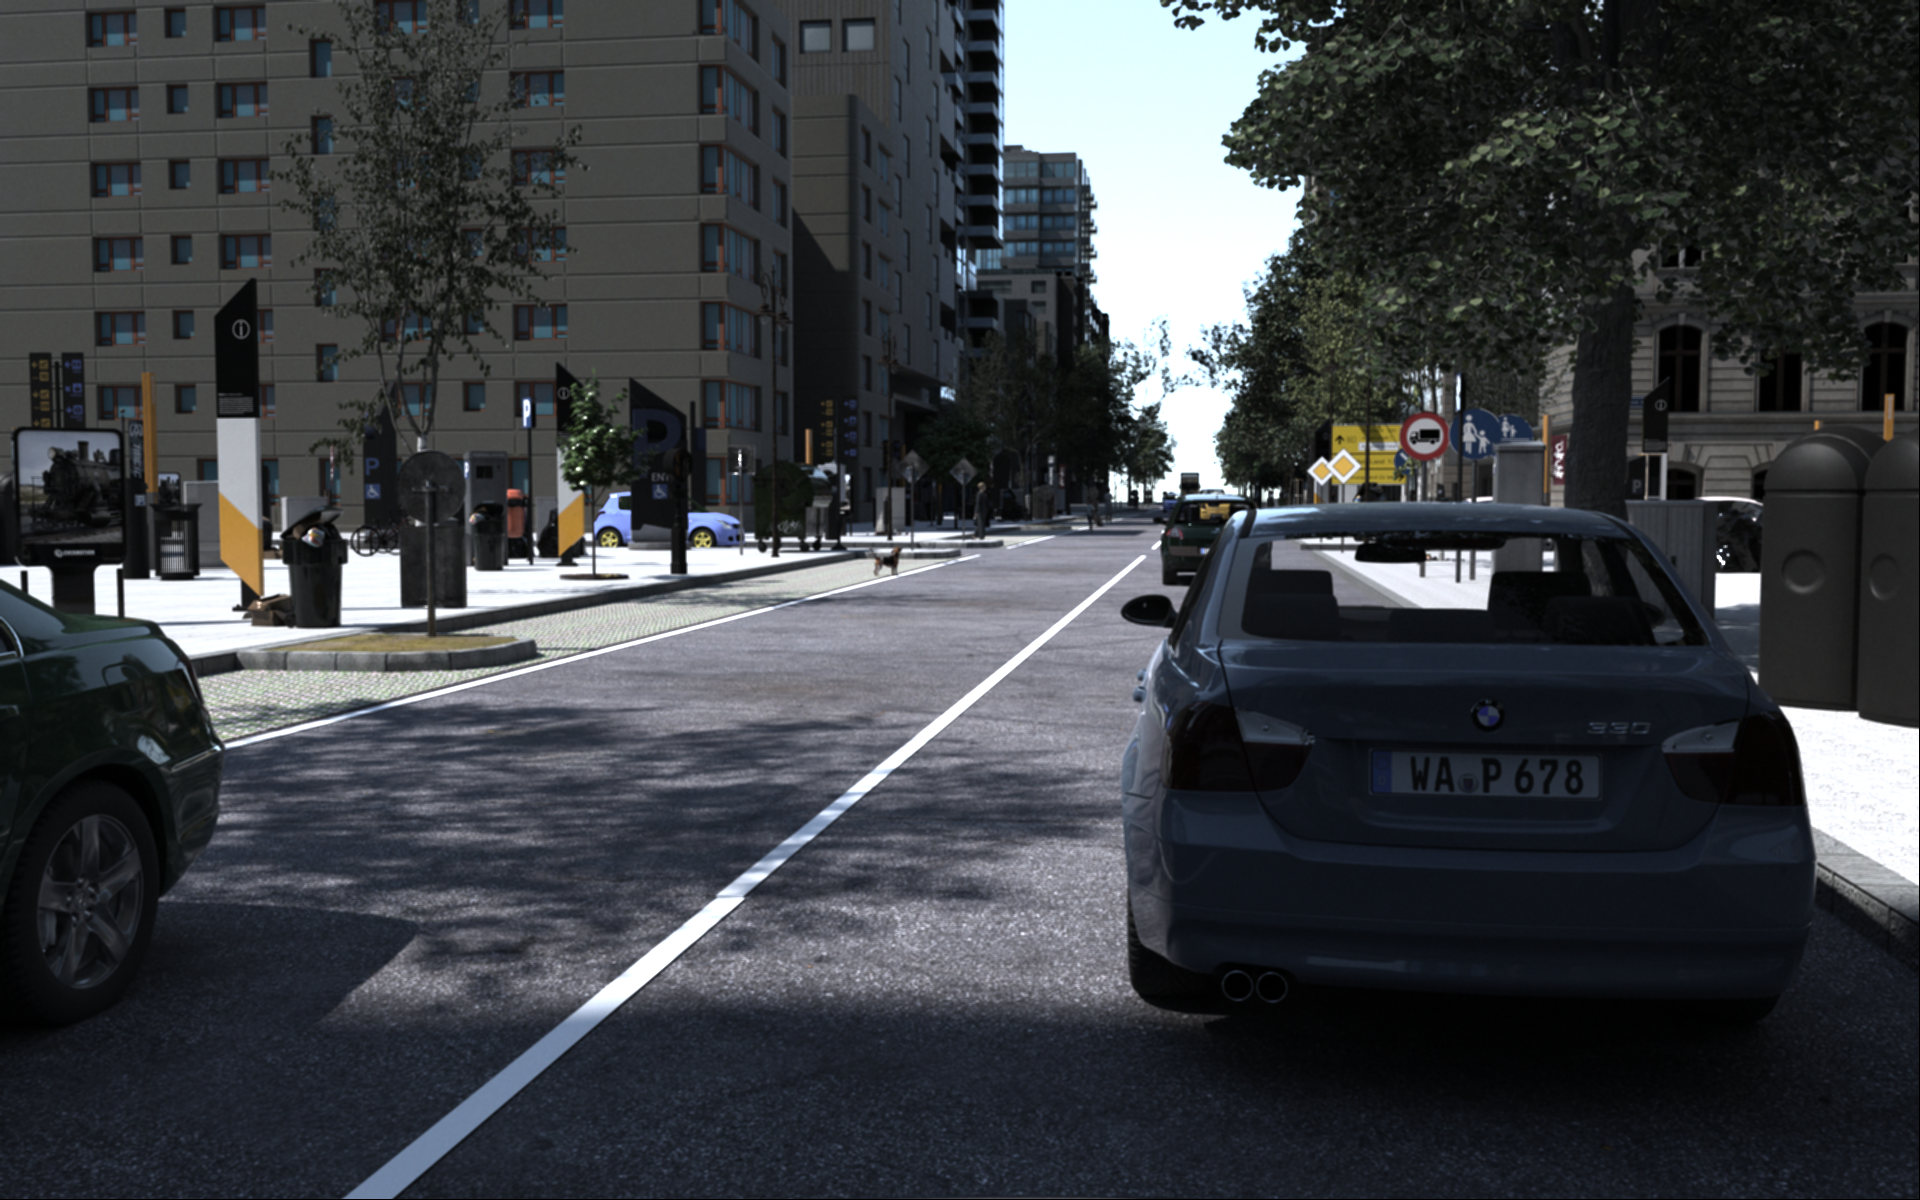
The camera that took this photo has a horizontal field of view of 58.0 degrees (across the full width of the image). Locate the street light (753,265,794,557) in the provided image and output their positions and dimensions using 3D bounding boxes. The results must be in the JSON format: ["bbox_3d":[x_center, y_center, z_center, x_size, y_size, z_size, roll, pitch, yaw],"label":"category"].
[{"bbox_3d":[-3.760,-3.810,35.079,0.468,5.910,1.993,1,4,8],"label":"street light"}]

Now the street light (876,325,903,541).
[{"bbox_3d":[-1.936,-4.580,47.669,0.468,5.910,1.993,1,4,8],"label":"street light"}]

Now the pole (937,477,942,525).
[{"bbox_3d":[-0.849,-4.725,71.091,0.158,3.312,0.155,0,3,0],"label":"pole"}]

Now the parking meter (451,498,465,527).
[{"bbox_3d":[-11.821,-1.986,40.878,0.372,1.533,0.369,0,3,0],"label":"parking meter"}]

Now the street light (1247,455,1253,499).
[{"bbox_3d":[27.078,-11.473,160.373,0.468,5.910,1.993,1,4,8],"label":"street light"}]

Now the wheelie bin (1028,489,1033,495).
[{"bbox_3d":[4.849,-6.471,113.708,0.980,1.594,0.693,-2,4,-24],"label":"wheelie bin"}]

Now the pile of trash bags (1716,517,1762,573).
[{"bbox_3d":[13.844,-1.149,28.544,3.447,1.369,1.912,1,4,15],"label":"pile of trash bags"}]

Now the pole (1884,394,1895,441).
[{"bbox_3d":[18.947,-2.541,35.394,0.158,3.312,0.155,0,3,0],"label":"pole"}]

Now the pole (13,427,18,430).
[{"bbox_3d":[-28.684,-3.601,52.720,0.158,3.312,0.155,0,3,0],"label":"pole"}]

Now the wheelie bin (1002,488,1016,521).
[{"bbox_3d":[2.368,-4.649,83.921,0.693,1.594,0.980,0,4,-6],"label":"wheelie bin"}]

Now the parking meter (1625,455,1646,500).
[{"bbox_3d":[10.045,-1.241,26.007,0.399,1.863,0.255,-2,4,-24],"label":"parking meter"}]

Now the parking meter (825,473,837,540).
[{"bbox_3d":[-3.577,-2.602,48.253,0.399,1.863,0.255,-2,4,-27],"label":"parking meter"}]

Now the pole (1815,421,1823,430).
[{"bbox_3d":[23.870,-3.326,48.226,0.158,3.312,0.155,0,3,0],"label":"pole"}]

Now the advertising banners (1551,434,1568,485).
[{"bbox_3d":[18.209,-3.325,50.544,2.074,3.025,0.090,3,4,38],"label":"advertising banners"}]

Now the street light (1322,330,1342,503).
[{"bbox_3d":[10.489,-4.659,48.968,0.468,5.910,1.993,1,4,8],"label":"street light"}]

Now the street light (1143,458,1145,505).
[{"bbox_3d":[21.847,-14.257,205.890,0.468,5.910,1.993,1,4,8],"label":"street light"}]

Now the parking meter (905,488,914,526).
[{"bbox_3d":[-2.030,-3.712,69.096,0.372,1.533,0.369,0,3,0],"label":"parking meter"}]

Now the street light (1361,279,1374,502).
[{"bbox_3d":[8.795,-3.947,37.328,0.468,5.910,1.993,1,4,8],"label":"street light"}]

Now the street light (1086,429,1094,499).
[{"bbox_3d":[9.458,-9.206,123.307,0.468,5.910,1.993,1,4,8],"label":"street light"}]

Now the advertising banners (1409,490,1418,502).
[{"bbox_3d":[16.692,-4.142,63.909,0.090,3.025,2.074,2,4,26],"label":"advertising banners"}]

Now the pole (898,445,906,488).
[{"bbox_3d":[-2.344,-4.745,71.419,0.158,3.312,0.155,0,3,0],"label":"pole"}]

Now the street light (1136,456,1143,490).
[{"bbox_3d":[19.808,-13.485,193.261,0.468,5.910,1.993,1,4,8],"label":"street light"}]

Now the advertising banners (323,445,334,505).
[{"bbox_3d":[-20.574,-3.687,56.465,0.090,3.025,2.074,-2,4,-27],"label":"advertising banners"}]

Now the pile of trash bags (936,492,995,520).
[{"bbox_3d":[0.171,-4.753,87.466,3.447,1.369,1.912,1,4,14],"label":"pile of trash bags"}]

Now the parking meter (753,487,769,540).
[{"bbox_3d":[-5.558,-2.614,48.450,0.399,1.863,0.255,1,4,20],"label":"parking meter"}]

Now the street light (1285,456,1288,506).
[{"bbox_3d":[15.817,-6.790,83.803,0.468,5.910,1.993,1,4,8],"label":"street light"}]

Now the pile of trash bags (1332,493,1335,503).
[{"bbox_3d":[26.005,-6.387,114.171,3.447,1.369,1.912,-1,4,-12],"label":"pile of trash bags"}]

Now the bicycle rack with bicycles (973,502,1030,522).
[{"bbox_3d":[2.073,-4.088,80.226,2.925,0.926,2.852,-3,4,-38],"label":"bicycle rack with bicycles"}]

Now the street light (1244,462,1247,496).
[{"bbox_3d":[32.335,-13.609,195.287,0.468,5.910,1.993,1,4,8],"label":"street light"}]

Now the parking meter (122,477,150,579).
[{"bbox_3d":[-12.466,-1.086,26.171,0.372,1.533,0.369,0,3,0],"label":"parking meter"}]

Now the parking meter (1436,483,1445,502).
[{"bbox_3d":[25.685,-5.313,92.571,0.399,1.863,0.255,2,4,23],"label":"parking meter"}]

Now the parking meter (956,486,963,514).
[{"bbox_3d":[-0.015,-6.539,112.615,0.399,1.863,0.255,-3,4,-39],"label":"parking meter"}]

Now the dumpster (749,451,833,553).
[{"bbox_3d":[-3.776,-2.209,38.619,1.502,2.255,1.985,1,4,8],"label":"dumpster"}]

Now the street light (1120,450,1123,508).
[{"bbox_3d":[14.742,-11.369,158.668,0.468,5.910,1.993,1,4,8],"label":"street light"}]

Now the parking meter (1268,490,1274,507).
[{"bbox_3d":[18.145,-5.664,101.011,0.372,1.533,0.369,0,3,0],"label":"parking meter"}]

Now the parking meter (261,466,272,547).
[{"bbox_3d":[-14.387,-1.838,35.768,0.255,1.863,0.399,-1,4,-15],"label":"parking meter"}]

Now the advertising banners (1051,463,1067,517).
[{"bbox_3d":[5.066,-6.234,98.112,2.074,3.025,0.090,-1,4,-9],"label":"advertising banners"}]

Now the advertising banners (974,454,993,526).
[{"bbox_3d":[1.004,-4.559,70.727,0.090,3.025,2.074,2,4,24],"label":"advertising banners"}]

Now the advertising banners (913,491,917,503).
[{"bbox_3d":[-2.459,-5.800,91.025,2.074,3.025,0.090,1,4,18],"label":"advertising banners"}]

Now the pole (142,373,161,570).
[{"bbox_3d":[-13.630,-2.162,29.189,0.158,3.312,0.155,0,3,0],"label":"pole"}]

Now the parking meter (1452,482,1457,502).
[{"bbox_3d":[24.774,-4.941,86.488,0.399,1.863,0.255,-2,4,-33],"label":"parking meter"}]

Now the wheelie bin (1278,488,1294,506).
[{"bbox_3d":[18.080,-5.397,96.143,0.693,1.594,0.980,-3,4,-37],"label":"wheelie bin"}]

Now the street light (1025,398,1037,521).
[{"bbox_3d":[3.427,-6.761,83.333,0.468,5.910,1.993,1,4,8],"label":"street light"}]

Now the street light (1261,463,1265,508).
[{"bbox_3d":[21.918,-9.358,125.794,0.468,5.910,1.993,1,4,8],"label":"street light"}]

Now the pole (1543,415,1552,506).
[{"bbox_3d":[15.156,-3.115,44.767,0.158,3.312,0.155,0,3,0],"label":"pole"}]

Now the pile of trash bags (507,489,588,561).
[{"bbox_3d":[-8.559,-1.519,34.590,1.912,1.369,3.447,0,4,-2],"label":"pile of trash bags"}]

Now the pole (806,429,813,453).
[{"bbox_3d":[-4.743,-3.712,54.533,0.158,3.312,0.155,0,3,0],"label":"pole"}]

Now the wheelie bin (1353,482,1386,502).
[{"bbox_3d":[11.117,-2.386,46.920,0.980,1.594,0.693,-3,5,-42],"label":"wheelie bin"}]

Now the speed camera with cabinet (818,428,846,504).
[{"bbox_3d":[-4.475,-3.534,52.117,2.038,3.252,0.660,2,4,24],"label":"speed camera with cabinet"}]
